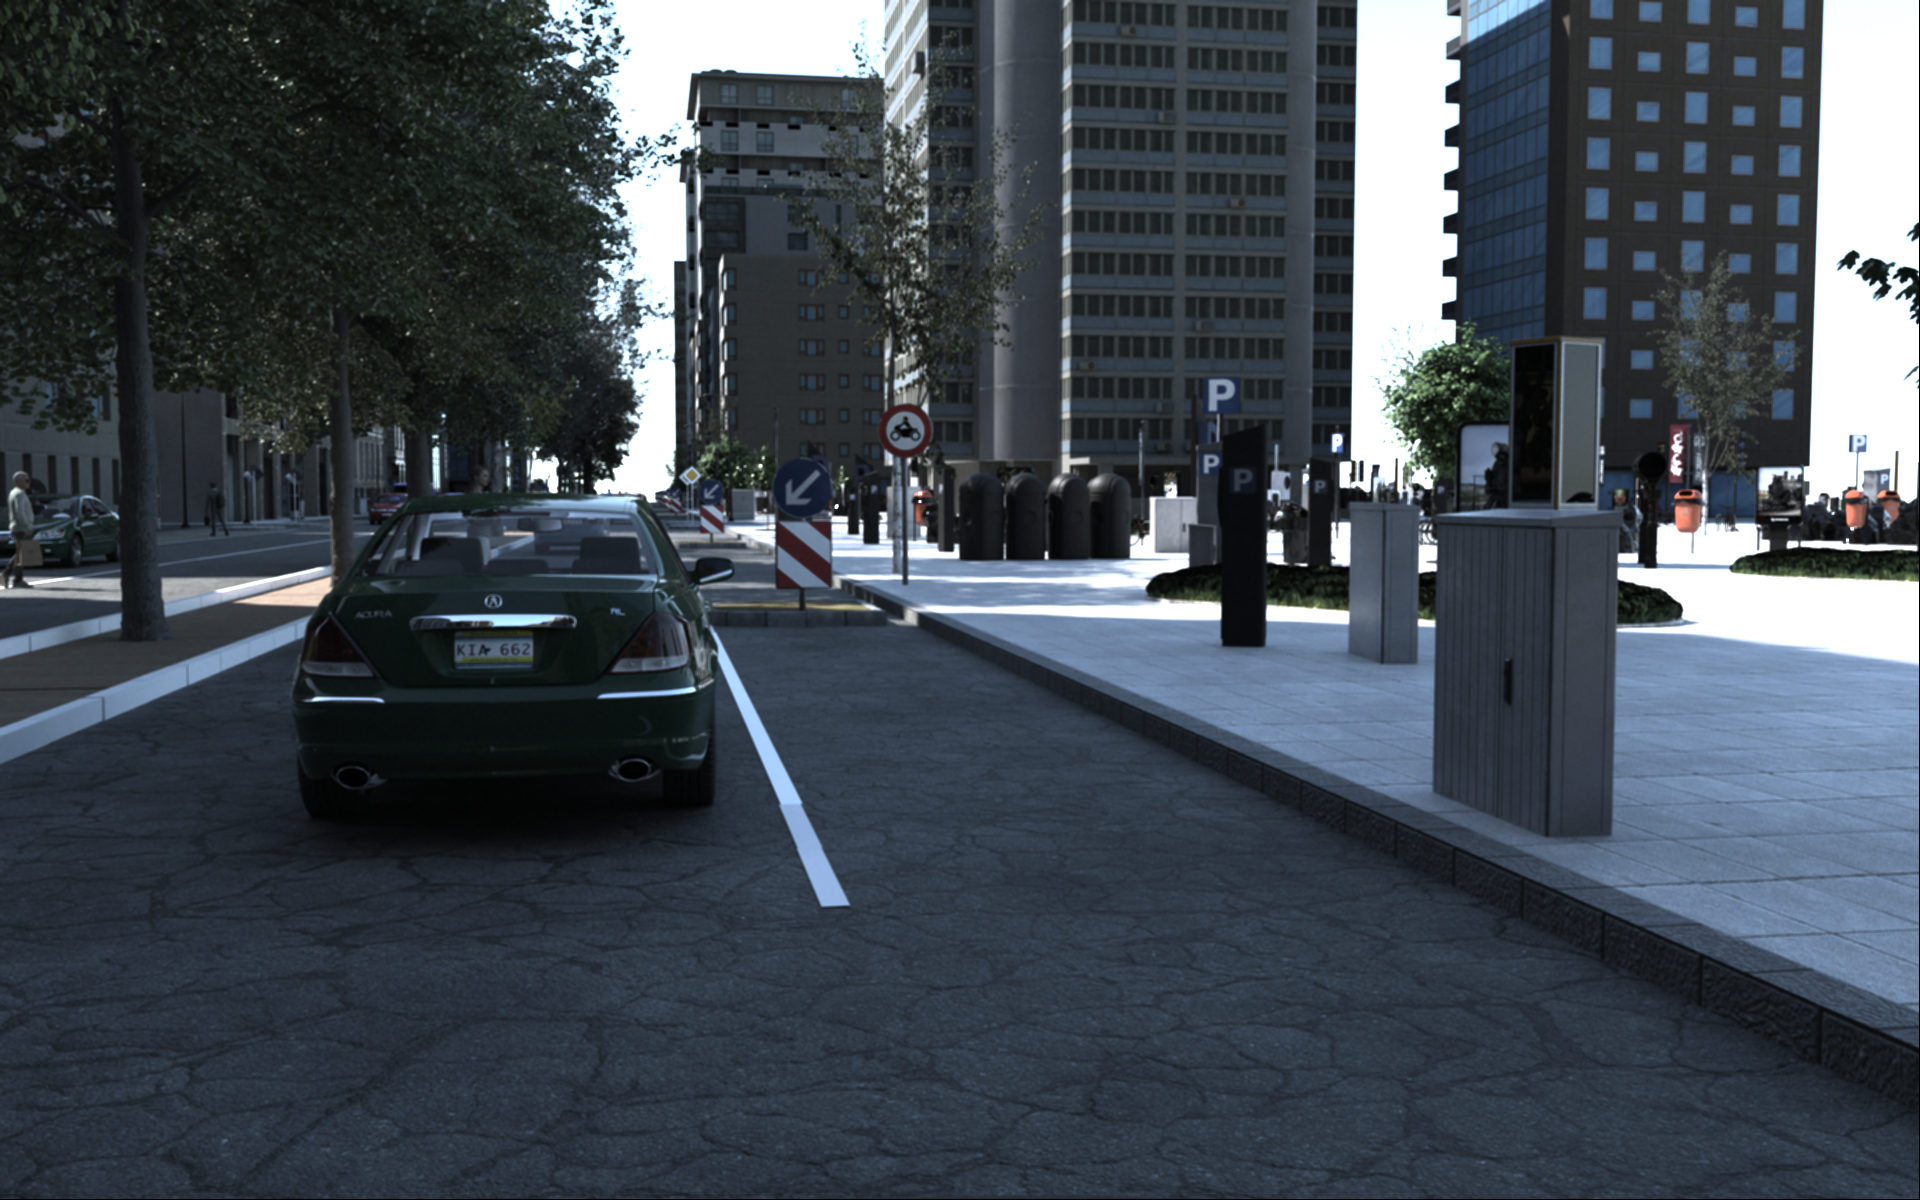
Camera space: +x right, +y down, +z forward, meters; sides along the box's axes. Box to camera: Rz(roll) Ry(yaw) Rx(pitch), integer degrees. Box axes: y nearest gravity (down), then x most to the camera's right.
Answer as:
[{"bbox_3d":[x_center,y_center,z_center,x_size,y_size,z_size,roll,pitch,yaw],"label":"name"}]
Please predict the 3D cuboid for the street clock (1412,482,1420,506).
[{"bbox_3d":[28.430,-6.326,107.998,0.471,2.002,0.358,0,4,-7],"label":"street clock"}]

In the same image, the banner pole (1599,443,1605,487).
[{"bbox_3d":[27.880,-5.228,75.495,0.401,3.779,0.863,0,4,-7],"label":"banner pole"}]

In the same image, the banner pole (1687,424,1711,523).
[{"bbox_3d":[26.257,-4.398,61.921,0.863,3.779,0.401,0,4,-5],"label":"banner pole"}]

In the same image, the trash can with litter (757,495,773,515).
[{"bbox_3d":[-11.904,-5.972,108.697,2.233,1.210,1.678,1,4,17],"label":"trash can with litter"}]

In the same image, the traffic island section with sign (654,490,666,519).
[{"bbox_3d":[-16.638,-5.631,100.689,1.989,1.847,2.006,-1,4,-10],"label":"traffic island section with sign"}]

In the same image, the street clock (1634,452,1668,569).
[{"bbox_3d":[11.881,-1.539,29.732,0.471,2.002,0.358,2,4,27],"label":"street clock"}]

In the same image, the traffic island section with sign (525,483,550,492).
[{"bbox_3d":[-18.603,-4.232,77.335,2.006,1.907,1.989,-1,4,-10],"label":"traffic island section with sign"}]

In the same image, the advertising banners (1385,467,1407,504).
[{"bbox_3d":[27.645,-6.944,109.726,2.074,3.025,0.090,-2,4,-32],"label":"advertising banners"}]

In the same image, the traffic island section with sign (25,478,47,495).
[{"bbox_3d":[-23.194,-2.107,43.081,1.989,1.847,2.006,-1,4,-10],"label":"traffic island section with sign"}]

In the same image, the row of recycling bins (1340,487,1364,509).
[{"bbox_3d":[33.191,-8.545,146.823,1.069,1.692,3.534,2,4,34],"label":"row of recycling bins"}]

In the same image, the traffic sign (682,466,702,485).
[{"bbox_3d":[-10.938,-4.200,70.866,0.795,2.593,0.064,-1,4,-10],"label":"traffic sign"}]

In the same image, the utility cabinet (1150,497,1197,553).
[{"bbox_3d":[4.646,-1.621,37.672,1.020,1.237,0.306,-1,4,-20],"label":"utility cabinet"}]

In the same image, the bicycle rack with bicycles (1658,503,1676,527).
[{"bbox_3d":[27.460,-3.283,67.055,2.925,0.926,2.852,1,4,17],"label":"bicycle rack with bicycles"}]

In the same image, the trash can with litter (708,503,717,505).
[{"bbox_3d":[-15.959,-6.088,110.931,0.624,1.170,1.055,-1,4,-23],"label":"trash can with litter"}]

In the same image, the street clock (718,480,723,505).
[{"bbox_3d":[-12.126,-5.033,86.857,0.471,2.002,0.358,-3,4,-37],"label":"street clock"}]

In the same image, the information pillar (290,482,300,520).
[{"bbox_3d":[-32.506,-4.899,84.596,0.304,2.012,0.304,2,4,24],"label":"information pillar"}]

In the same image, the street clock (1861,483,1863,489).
[{"bbox_3d":[52.491,-5.859,100.370,0.471,2.002,0.358,1,4,8],"label":"street clock"}]

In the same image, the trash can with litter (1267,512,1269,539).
[{"bbox_3d":[5.446,-1.346,33.389,1.055,1.170,0.624,1,4,10],"label":"trash can with litter"}]

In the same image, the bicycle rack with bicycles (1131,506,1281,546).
[{"bbox_3d":[5.766,-1.787,42.597,2.852,0.926,2.925,-3,5,-43],"label":"bicycle rack with bicycles"}]

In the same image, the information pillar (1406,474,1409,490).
[{"bbox_3d":[33.272,-8.421,129.045,0.183,3.616,0.504,-1,4,-19],"label":"information pillar"}]

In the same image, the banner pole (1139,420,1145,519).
[{"bbox_3d":[6.150,-4.201,58.703,0.401,3.779,0.863,1,4,18],"label":"banner pole"}]

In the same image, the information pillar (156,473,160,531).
[{"bbox_3d":[-27.927,-3.396,60.010,0.304,2.012,0.304,-1,4,-11],"label":"information pillar"}]

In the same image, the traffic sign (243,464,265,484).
[{"bbox_3d":[-27.664,-4.017,67.864,0.795,2.593,0.064,-1,4,-10],"label":"traffic sign"}]

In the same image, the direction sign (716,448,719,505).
[{"bbox_3d":[-11.959,-5.711,85.376,0.379,3.537,0.876,-1,4,-16],"label":"direction sign"}]

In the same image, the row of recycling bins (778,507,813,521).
[{"bbox_3d":[-7.740,-4.476,80.293,1.069,1.692,3.534,1,4,14],"label":"row of recycling bins"}]

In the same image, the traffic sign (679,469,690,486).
[{"bbox_3d":[-12.363,-4.681,78.723,0.795,2.593,0.064,-1,4,-10],"label":"traffic sign"}]

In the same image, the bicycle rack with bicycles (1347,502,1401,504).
[{"bbox_3d":[18.203,-3.800,75.512,2.852,0.926,2.925,1,4,10],"label":"bicycle rack with bicycles"}]

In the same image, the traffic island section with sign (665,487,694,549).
[{"bbox_3d":[-6.759,-2.296,46.170,1.989,1.847,2.006,-1,4,-10],"label":"traffic island section with sign"}]

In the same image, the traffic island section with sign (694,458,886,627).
[{"bbox_3d":[-1.956,-0.674,19.645,1.989,1.847,2.006,-1,4,-10],"label":"traffic island section with sign"}]

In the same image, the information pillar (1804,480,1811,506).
[{"bbox_3d":[45.604,-5.438,93.397,0.304,2.012,0.304,-1,4,-18],"label":"information pillar"}]

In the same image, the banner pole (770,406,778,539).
[{"bbox_3d":[-5.198,-3.611,49.051,0.401,3.779,0.863,0,4,-6],"label":"banner pole"}]

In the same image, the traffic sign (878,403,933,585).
[{"bbox_3d":[-0.773,-1.487,24.424,0.768,2.556,0.104,0,4,-7],"label":"traffic sign"}]

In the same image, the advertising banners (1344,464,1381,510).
[{"bbox_3d":[23.350,-6.379,100.487,2.074,3.025,0.090,0,4,5],"label":"advertising banners"}]

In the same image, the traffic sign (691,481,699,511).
[{"bbox_3d":[-20.174,-7.934,131.848,0.606,2.300,0.079,-1,4,-8],"label":"traffic sign"}]

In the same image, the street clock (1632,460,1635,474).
[{"bbox_3d":[12.638,-1.671,31.895,0.471,2.002,0.358,-1,4,-9],"label":"street clock"}]

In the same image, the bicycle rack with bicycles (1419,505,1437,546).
[{"bbox_3d":[12.242,-1.837,43.410,2.925,0.926,2.852,1,4,12],"label":"bicycle rack with bicycles"}]

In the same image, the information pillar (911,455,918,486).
[{"bbox_3d":[-2.239,-5.748,85.334,0.183,3.616,0.504,-3,5,-40],"label":"information pillar"}]

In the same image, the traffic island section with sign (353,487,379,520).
[{"bbox_3d":[-33.062,-5.436,97.500,1.989,1.847,2.006,-1,4,-10],"label":"traffic island section with sign"}]

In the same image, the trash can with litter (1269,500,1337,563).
[{"bbox_3d":[6.413,-1.269,32.129,1.055,1.170,0.624,-1,4,-21],"label":"trash can with litter"}]

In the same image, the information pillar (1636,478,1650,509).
[{"bbox_3d":[18.330,-2.563,46.394,0.304,2.012,0.304,0,4,-6],"label":"information pillar"}]

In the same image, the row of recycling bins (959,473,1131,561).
[{"bbox_3d":[1.718,-1.647,34.049,3.534,1.692,1.069,-1,4,-20],"label":"row of recycling bins"}]

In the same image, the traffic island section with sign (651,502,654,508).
[{"bbox_3d":[-21.569,-7.289,127.809,1.989,1.847,2.006,-1,4,-10],"label":"traffic island section with sign"}]

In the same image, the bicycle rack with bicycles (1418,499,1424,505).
[{"bbox_3d":[26.522,-5.680,106.253,2.925,0.926,2.852,-1,4,-21],"label":"bicycle rack with bicycles"}]

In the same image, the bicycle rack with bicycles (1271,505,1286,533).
[{"bbox_3d":[10.349,-2.689,57.355,2.925,0.926,2.852,0,4,-2],"label":"bicycle rack with bicycles"}]

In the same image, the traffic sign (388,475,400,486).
[{"bbox_3d":[-38.393,-7.179,117.488,0.768,2.556,0.104,0,4,-2],"label":"traffic sign"}]

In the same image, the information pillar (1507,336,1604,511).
[{"bbox_3d":[2.831,-0.232,8.288,0.304,2.012,0.304,-2,4,-31],"label":"information pillar"}]

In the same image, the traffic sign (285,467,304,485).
[{"bbox_3d":[-29.089,-4.497,75.722,0.795,2.593,0.064,-1,4,-10],"label":"traffic sign"}]

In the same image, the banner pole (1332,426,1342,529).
[{"bbox_3d":[13.890,-4.500,63.593,0.401,3.779,0.863,2,4,24],"label":"banner pole"}]

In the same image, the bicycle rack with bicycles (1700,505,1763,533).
[{"bbox_3d":[26.206,-2.685,57.285,2.852,0.926,2.925,2,4,28],"label":"bicycle rack with bicycles"}]

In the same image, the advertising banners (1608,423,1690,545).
[{"bbox_3d":[17.355,-2.905,43.681,0.090,3.025,2.074,-3,5,-41],"label":"advertising banners"}]

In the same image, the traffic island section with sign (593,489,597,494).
[{"bbox_3d":[-32.023,-8.754,151.270,2.006,1.907,1.989,-1,4,-10],"label":"traffic island section with sign"}]

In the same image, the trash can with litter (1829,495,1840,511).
[{"bbox_3d":[52.163,-5.591,102.466,2.233,1.210,1.678,2,4,34],"label":"trash can with litter"}]

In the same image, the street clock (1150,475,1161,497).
[{"bbox_3d":[7.592,-3.839,67.330,0.358,2.002,0.471,-1,4,-23],"label":"street clock"}]

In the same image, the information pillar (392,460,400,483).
[{"bbox_3d":[-39.268,-7.903,120.573,0.504,3.616,0.183,0,4,-1],"label":"information pillar"}]

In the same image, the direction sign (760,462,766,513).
[{"bbox_3d":[-13.326,-7.672,117.430,0.876,3.537,0.379,2,4,27],"label":"direction sign"}]
